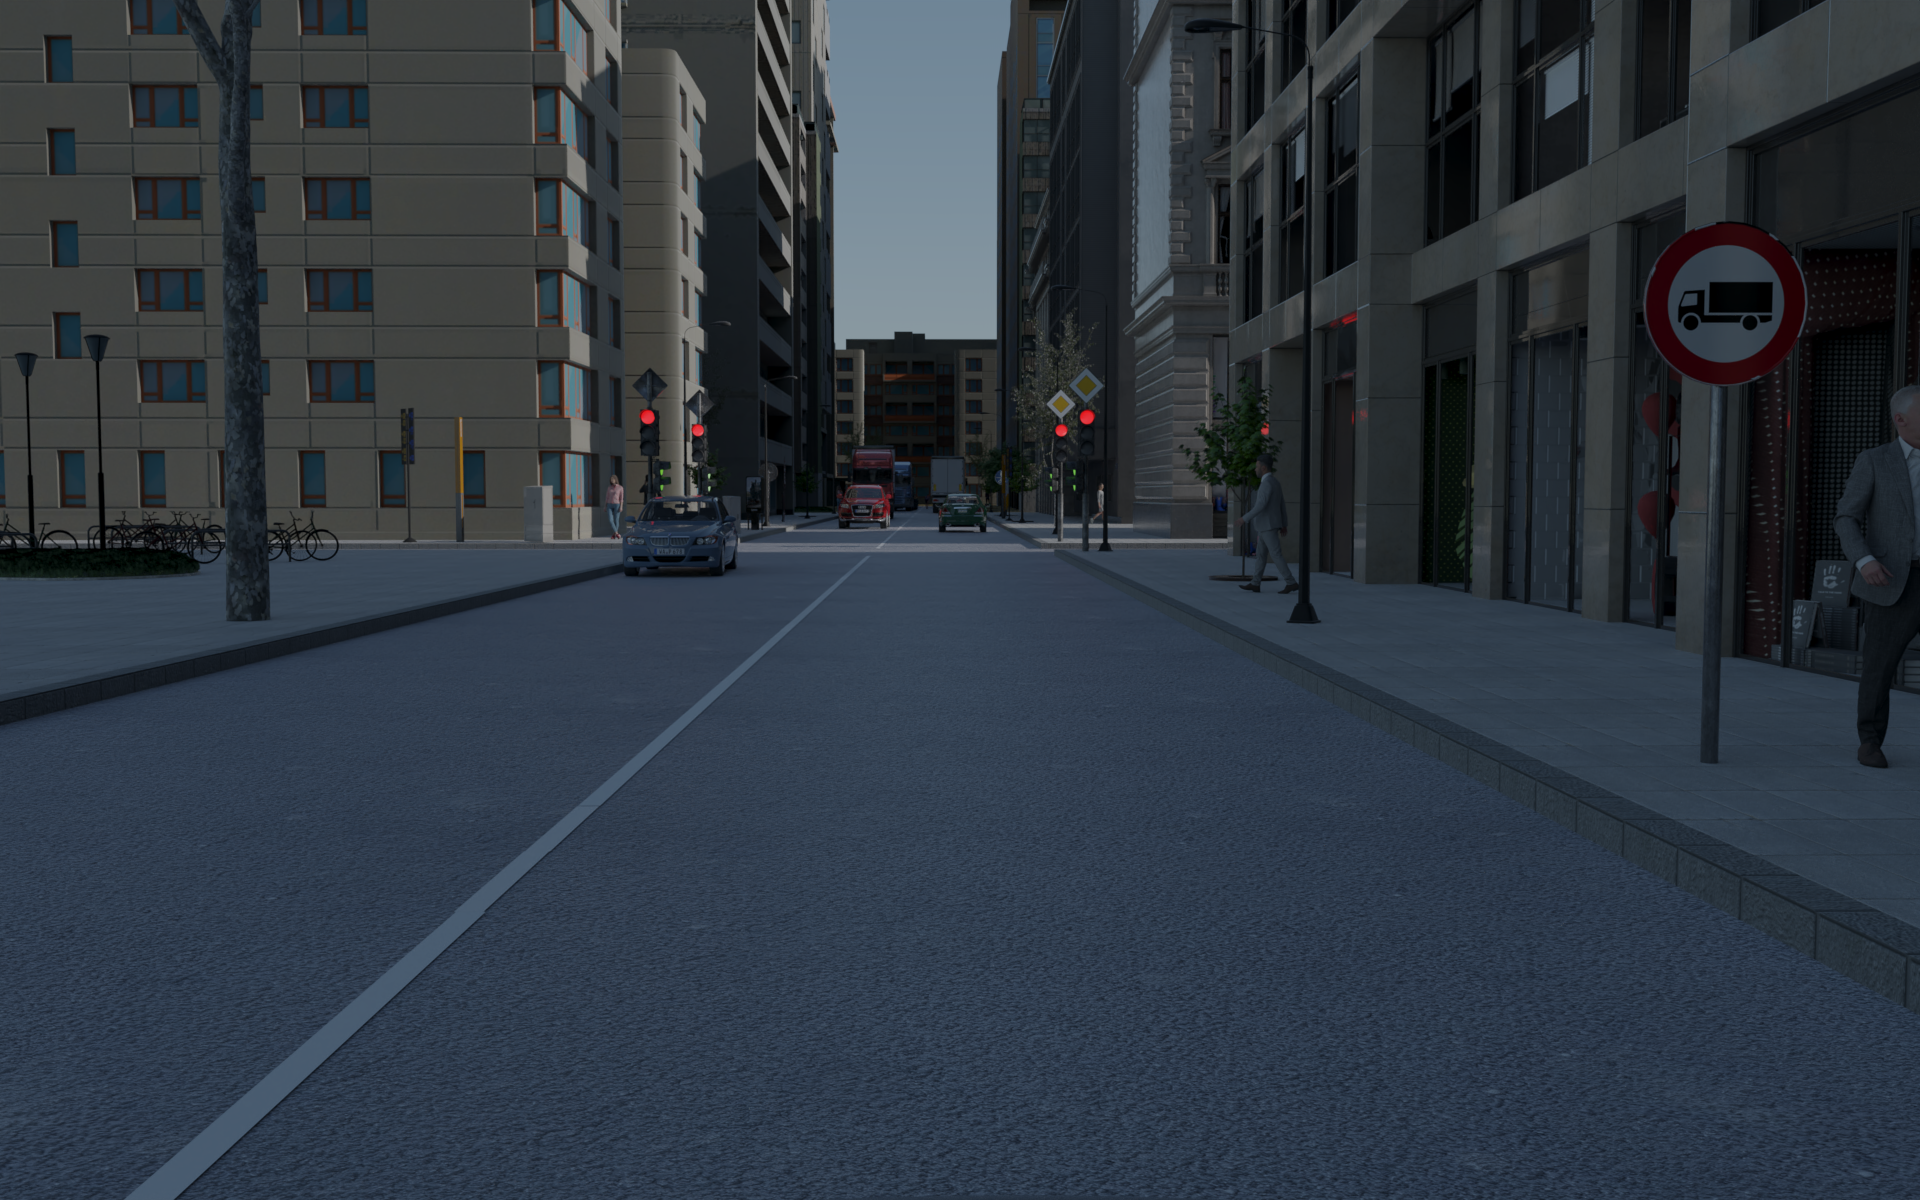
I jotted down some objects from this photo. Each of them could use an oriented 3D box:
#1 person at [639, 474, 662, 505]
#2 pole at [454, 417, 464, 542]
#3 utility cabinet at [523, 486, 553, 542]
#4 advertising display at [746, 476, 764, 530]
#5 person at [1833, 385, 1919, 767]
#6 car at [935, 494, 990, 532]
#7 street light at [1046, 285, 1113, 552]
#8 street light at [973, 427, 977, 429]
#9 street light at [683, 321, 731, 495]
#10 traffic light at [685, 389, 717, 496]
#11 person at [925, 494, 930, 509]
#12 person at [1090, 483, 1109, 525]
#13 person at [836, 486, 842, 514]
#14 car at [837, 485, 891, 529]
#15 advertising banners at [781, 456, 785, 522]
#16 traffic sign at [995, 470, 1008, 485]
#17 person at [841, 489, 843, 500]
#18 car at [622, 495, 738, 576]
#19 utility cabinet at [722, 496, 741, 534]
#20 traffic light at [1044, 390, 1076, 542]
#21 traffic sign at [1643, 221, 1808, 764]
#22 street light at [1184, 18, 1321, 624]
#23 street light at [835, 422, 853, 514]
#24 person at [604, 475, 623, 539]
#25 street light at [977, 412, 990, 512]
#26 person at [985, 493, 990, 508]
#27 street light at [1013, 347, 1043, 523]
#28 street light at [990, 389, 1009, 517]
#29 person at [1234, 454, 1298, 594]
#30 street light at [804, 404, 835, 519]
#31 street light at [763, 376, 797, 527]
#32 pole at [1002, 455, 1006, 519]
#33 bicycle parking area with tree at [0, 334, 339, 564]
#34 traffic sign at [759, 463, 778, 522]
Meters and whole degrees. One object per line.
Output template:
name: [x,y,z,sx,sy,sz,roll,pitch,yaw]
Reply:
person: [-9.785,-3.013,54.660,0.474,1.900,0.648,3,4,37]
pole: [-13.316,-3.193,46.057,0.158,3.312,0.155,0,3,0]
utility cabinet: [-11.192,-2.277,45.914,0.318,1.500,1.173,-3,4,-38]
advertising display: [-7.339,-3.473,61.990,0.123,1.923,0.974,-3,5,-42]
person: [4.400,-0.090,7.917,0.661,1.777,0.834,0,4,-3]
car: [0.106,-3.345,66.490,2.131,1.459,4.920,0,4,0]
street light: [2.716,-4.043,38.643,1.470,5.913,1.316,0,4,-1]
street light: [1.627,-9.068,120.803,1.470,5.913,1.316,0,4,-1]
street light: [-6.870,-4.536,46.712,1.470,5.913,1.316,0,4,-1]
traffic light: [-6.971,-3.522,46.505,0.839,4.253,0.868,0,4,-1]
person: [-3.126,-9.417,165.700,0.421,1.427,0.697,-1,4,-20]
person: [5.823,-3.992,72.064,0.760,1.731,0.466,-1,4,-10]
person: [-7.846,-6.525,112.734,0.388,1.821,0.555,-2,4,-35]
car: [-4.024,-3.945,73.177,2.281,1.827,5.304,0,4,-1]
advertising banners: [-8.133,-5.120,79.902,0.090,3.025,2.074,0,4,-2]
traffic sign: [2.250,-5.624,92.052,0.768,2.556,0.104,1,4,9]
person: [-11.956,-10.180,173.023,0.750,1.759,0.617,2,4,28]
car: [-5.075,-1.212,31.819,2.014,1.417,4.499,0,4,-3]
utility cabinet: [-7.303,-2.711,55.480,0.306,1.237,1.020,1,4,10]
traffic light: [2.689,-3.530,46.642,0.839,4.253,0.868,0,4,-1]
traffic sign: [3.581,-0.495,8.200,0.768,2.556,0.104,0,4,0]
street light: [2.889,-2.726,17.104,1.470,5.913,1.316,0,4,-1]
street light: [-7.569,-8.493,111.396,1.470,5.913,1.316,0,4,-1]
person: [-9.819,-2.630,49.057,0.555,1.821,0.388,0,4,-3]
street light: [1.833,-7.691,98.293,1.470,5.913,1.316,0,4,-1]
person: [2.352,-8.426,145.269,0.593,1.643,0.415,-3,5,-41]
street light: [2.540,-5.037,54.893,1.470,5.913,1.316,0,4,-1]
street light: [2.212,-6.354,76.430,1.470,5.913,1.316,0,4,-1]
person: [3.994,-0.982,22.377,0.850,1.792,0.678,2,4,25]
street light: [-7.387,-7.171,89.788,1.470,5.913,1.316,0,4,-1]
street light: [-7.110,-5.854,68.250,1.470,5.913,1.316,0,4,-1]
pole: [2.266,-5.875,89.895,0.158,3.312,0.155,0,3,0]
bicycle parking area with tree: [-17.091,-2.833,33.330,9.016,4.147,8.231,-2,4,-27]
traffic sign: [-7.804,-4.303,70.467,0.768,2.556,0.104,0,4,1]
